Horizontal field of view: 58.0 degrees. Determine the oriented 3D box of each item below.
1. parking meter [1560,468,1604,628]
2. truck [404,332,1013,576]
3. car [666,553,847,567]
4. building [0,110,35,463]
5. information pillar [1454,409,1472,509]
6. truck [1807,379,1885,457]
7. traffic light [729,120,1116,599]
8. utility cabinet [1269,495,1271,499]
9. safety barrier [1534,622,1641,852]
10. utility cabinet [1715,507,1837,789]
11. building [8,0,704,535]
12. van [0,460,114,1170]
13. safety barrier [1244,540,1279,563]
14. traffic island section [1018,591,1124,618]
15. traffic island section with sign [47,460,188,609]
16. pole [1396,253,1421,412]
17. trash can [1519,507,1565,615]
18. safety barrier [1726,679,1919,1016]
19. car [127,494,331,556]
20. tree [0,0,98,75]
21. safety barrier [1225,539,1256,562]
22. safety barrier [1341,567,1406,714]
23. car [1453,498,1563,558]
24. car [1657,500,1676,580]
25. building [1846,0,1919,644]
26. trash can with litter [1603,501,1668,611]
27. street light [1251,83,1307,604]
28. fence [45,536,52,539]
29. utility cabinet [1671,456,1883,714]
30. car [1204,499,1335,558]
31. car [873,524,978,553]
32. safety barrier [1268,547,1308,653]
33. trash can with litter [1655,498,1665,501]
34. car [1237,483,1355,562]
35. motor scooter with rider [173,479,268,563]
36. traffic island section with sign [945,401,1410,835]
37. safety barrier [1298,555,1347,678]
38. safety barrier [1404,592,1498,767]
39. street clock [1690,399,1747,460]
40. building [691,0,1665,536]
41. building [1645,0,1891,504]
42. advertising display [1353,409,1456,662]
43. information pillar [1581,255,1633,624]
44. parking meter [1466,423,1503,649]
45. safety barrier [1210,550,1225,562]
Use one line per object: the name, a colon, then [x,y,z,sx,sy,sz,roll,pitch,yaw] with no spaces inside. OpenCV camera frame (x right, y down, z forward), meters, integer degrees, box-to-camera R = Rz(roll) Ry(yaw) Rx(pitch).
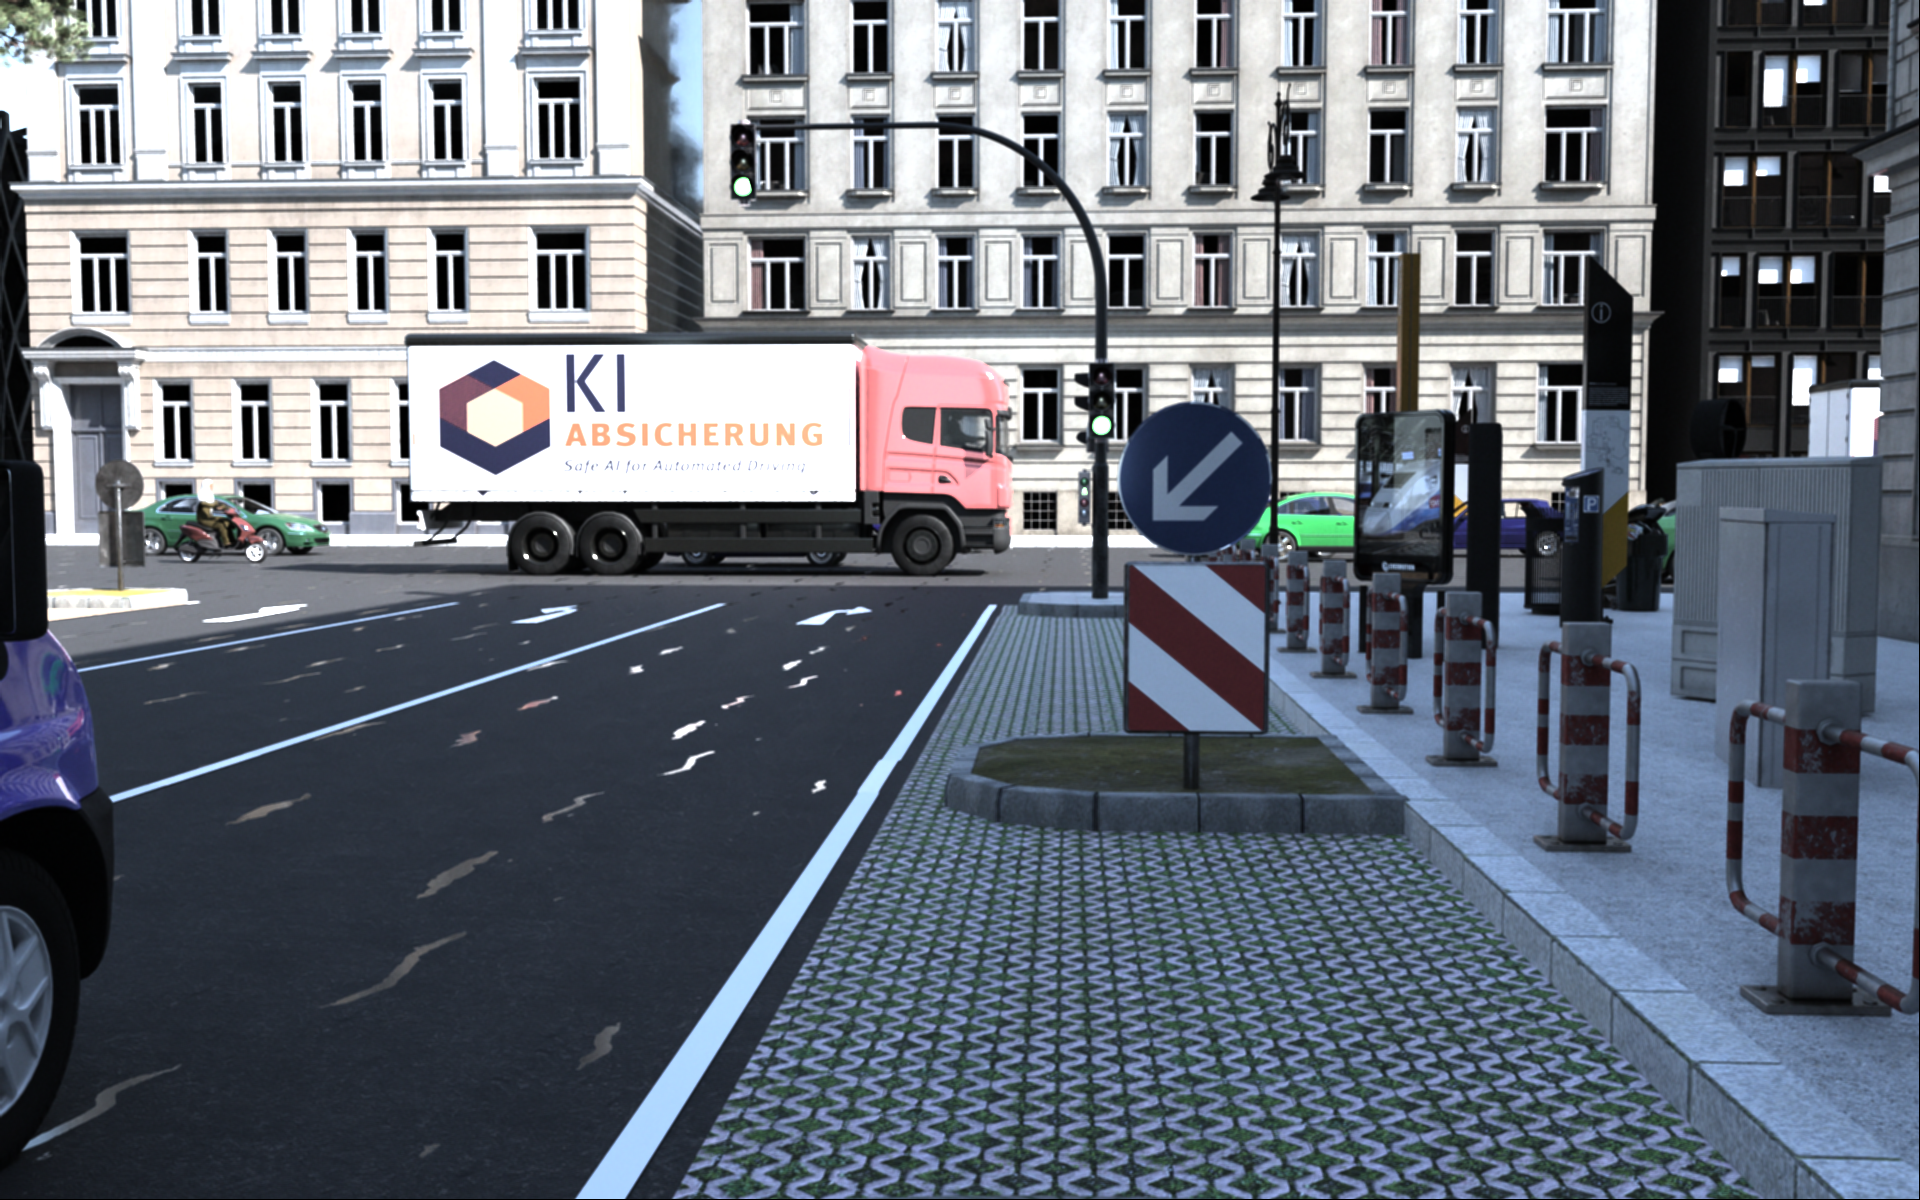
parking meter: [5.963,-0.501,16.608,0.372,1.533,0.369,0,3,0]
truck: [-4.022,-2.591,31.272,11.283,4.237,2.839,0,4,2]
car: [-3.967,-1.365,34.896,3.894,1.354,1.945,0,4,4]
building: [-43.167,-11.909,62.162,16.811,18.784,16.820,0,4,3]
information pillar: [13.819,-3.443,47.644,0.504,3.616,0.183,2,4,29]
truck: [27.321,-3.313,43.074,11.283,4.237,2.839,0,4,4]
traffic light: [-0.394,-2.847,21.219,4.771,5.953,1.251,0,4,3]
utility cabinet: [13.786,-4.276,78.591,1.173,1.500,0.318,2,4,23]
safety barrier: [2.258,0.490,6.264,0.300,0.817,1.120,0,4,3]
utility cabinet: [3.746,0.194,7.985,0.306,1.237,1.020,1,4,13]
building: [-19.213,-16.729,59.416,20.117,28.700,13.634,0,4,3]
van: [-2.996,0.154,1.865,2.240,2.365,5.245,0,4,2]
safety barrier: [2.861,-0.106,16.017,0.300,0.817,1.120,0,4,3]
traffic island section: [1.739,0.057,21.344,2.009,0.180,2.903,0,4,3]
traffic island section with sign: [-11.174,-0.871,22.373,2.006,1.907,1.989,0,4,3]
pole: [3.819,-1.283,14.818,0.158,3.312,0.155,0,3,0]
trash can: [6.352,-0.418,18.489,0.748,1.137,0.748,0,3,0]
safety barrier: [2.142,0.609,4.318,0.300,0.817,1.120,0,4,3]
car: [-17.414,-1.789,41.044,4.920,1.459,2.131,0,4,3]
tree: [-11.699,-6.405,14.604,7.806,13.903,7.818,0,3,0]
safety barrier: [2.980,-0.225,17.962,0.300,0.817,1.120,0,4,3]
safety barrier: [2.500,0.251,10.168,0.300,0.817,1.120,0,4,3]
car: [11.968,-1.664,39.793,3.894,1.354,1.945,0,4,5]
car: [12.974,-1.002,28.188,4.920,1.459,2.131,0,4,2]
building: [12.449,-8.660,6.222,10.561,19.102,19.286,0,4,3]
trash can with litter: [7.349,-0.482,19.262,0.624,1.170,1.055,-1,4,-17]
street light: [3.662,-2.892,20.073,0.468,5.910,1.993,0,4,3]
fence: [-26.860,-2.405,50.523,0.480,1.192,2.264,-2,4,-23]
utility cabinet: [4.870,-0.106,10.404,0.318,1.500,1.173,-2,4,-29]
car: [6.910,-1.653,39.611,3.894,1.354,1.945,0,4,4]
car: [-1.045,-1.849,42.807,3.894,1.354,1.945,0,4,2]
safety barrier: [2.741,0.012,14.071,0.300,0.817,1.120,0,4,3]
trash can with litter: [19.782,-2.351,49.827,1.055,1.170,0.624,0,4,0]
car: [8.114,-1.728,37.055,4.718,1.807,1.959,0,4,4]
motor scooter with rider: [-15.416,-1.655,36.029,1.986,1.779,0.876,0,4,3]
traffic island section with sign: [0.950,0.025,8.225,1.989,1.847,2.006,0,4,3]
safety barrier: [2.616,0.132,12.117,0.300,0.817,1.120,0,4,3]
safety barrier: [2.383,0.371,8.210,0.300,0.817,1.120,0,4,3]
street clock: [5.797,-0.533,13.286,0.471,2.002,0.358,-3,5,-41]
building: [6.762,-13.821,59.261,30.059,22.955,16.112,0,4,3]
building: [30.173,-13.872,56.477,15.834,23.373,12.332,0,4,3]
advertising display: [3.473,-0.513,13.597,0.123,1.923,0.974,-2,4,-30]
information pillar: [6.361,-1.575,17.104,0.504,3.616,0.183,-1,4,-8]
parking meter: [4.376,-0.535,14.465,0.255,1.863,0.399,1,4,20]
safety barrier: [3.100,-0.344,19.907,0.300,0.817,1.120,0,4,3]
